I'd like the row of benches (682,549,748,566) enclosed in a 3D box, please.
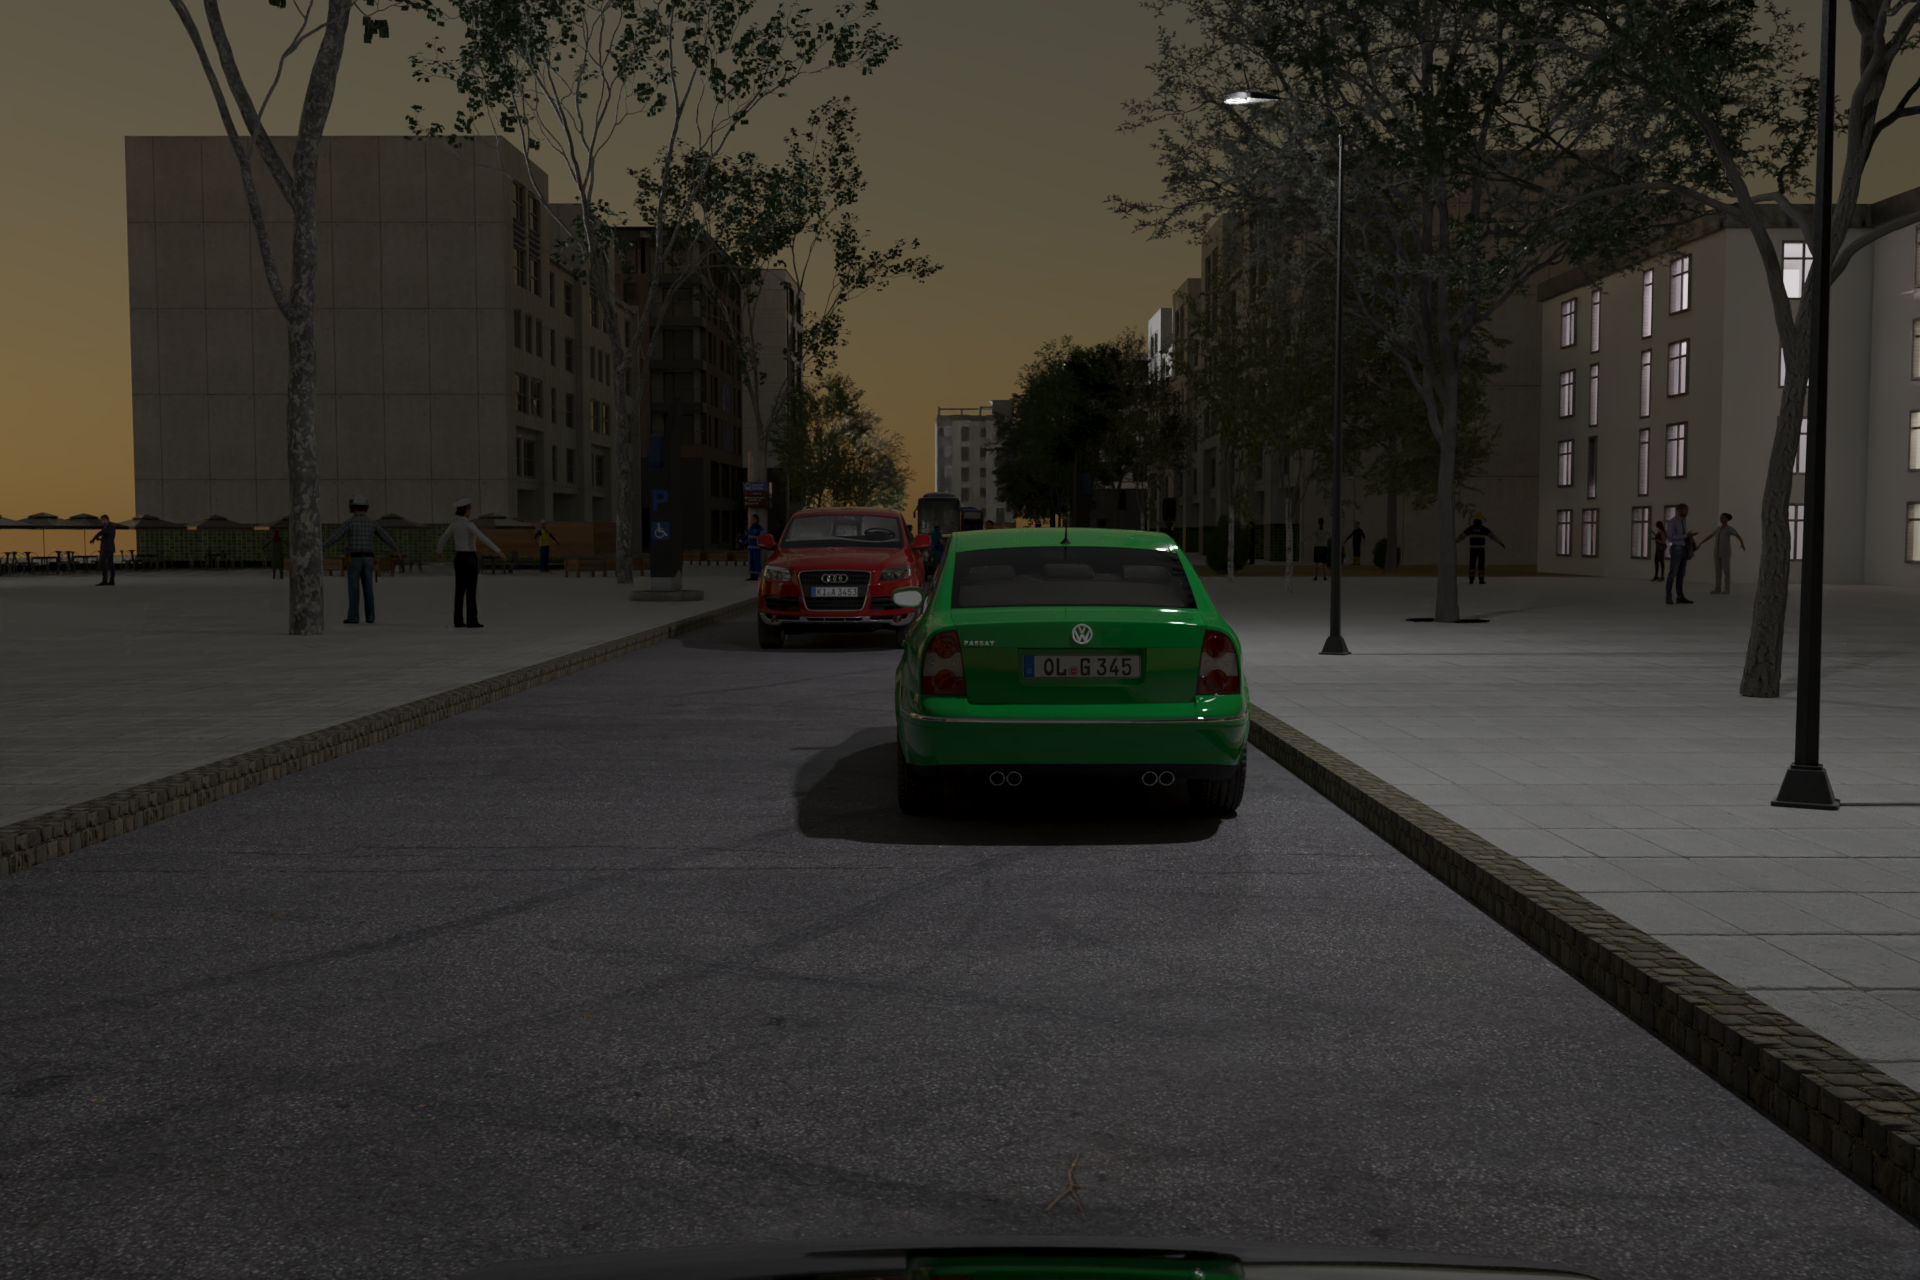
[{"bbox_3d":[-9.576,-3.346,70.162,4.104,0.672,1.422,2,4,34],"label":"row of benches"}]

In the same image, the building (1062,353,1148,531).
[{"bbox_3d":[26.283,-22.468,211.328,27.936,21.610,32.646,0,3,0],"label":"building"}]

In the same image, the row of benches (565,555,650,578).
[{"bbox_3d":[-10.145,-2.272,52.616,1.422,0.672,4.104,3,5,40],"label":"row of benches"}]

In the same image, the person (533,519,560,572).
[{"bbox_3d":[-13.897,-3.161,58.142,0.721,1.772,1.216,2,4,29],"label":"person"}]

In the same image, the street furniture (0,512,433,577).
[{"bbox_3d":[-31.170,-3.377,60.239,14.083,1.986,27.439,1,4,19],"label":"street furniture"}]

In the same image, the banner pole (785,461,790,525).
[{"bbox_3d":[-5.936,-4.269,59.810,0.401,3.779,0.863,0,4,1],"label":"banner pole"}]

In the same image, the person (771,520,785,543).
[{"bbox_3d":[-6.679,-3.578,64.729,1.346,1.802,0.704,0,4,3],"label":"person"}]

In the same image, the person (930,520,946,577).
[{"bbox_3d":[-0.600,-2.419,48.132,0.704,1.817,1.347,-2,4,-24],"label":"person"}]

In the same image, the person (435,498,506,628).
[{"bbox_3d":[-6.746,-1.061,23.804,1.216,1.778,0.721,2,4,26],"label":"person"}]

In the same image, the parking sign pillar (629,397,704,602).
[{"bbox_3d":[-5.687,-2.752,33.465,1.447,3.967,1.447,0,4,0],"label":"parking sign pillar"}]

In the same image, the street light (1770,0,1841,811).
[{"bbox_3d":[4.548,-2.170,8.021,1.470,5.913,1.316,0,4,0],"label":"street light"}]

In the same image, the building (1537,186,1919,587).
[{"bbox_3d":[23.919,-6.249,44.318,9.099,9.664,28.070,0,3,0],"label":"building"}]

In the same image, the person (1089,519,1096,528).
[{"bbox_3d":[4.590,-3.261,59.451,0.705,1.813,1.348,-1,4,-20],"label":"person"}]

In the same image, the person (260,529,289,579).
[{"bbox_3d":[-19.417,-2.452,49.298,0.989,1.438,0.599,-1,4,-10],"label":"person"}]

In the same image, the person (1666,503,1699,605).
[{"bbox_3d":[13.207,-1.568,31.549,0.709,1.838,0.599,-3,5,-41],"label":"person"}]

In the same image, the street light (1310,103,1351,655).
[{"bbox_3d":[4.542,-2.798,18.285,1.470,5.913,1.316,0,4,0],"label":"street light"}]

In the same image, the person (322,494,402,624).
[{"bbox_3d":[-8.645,-1.167,24.916,1.345,1.849,0.704,-3,5,-42],"label":"person"}]

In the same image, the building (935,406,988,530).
[{"bbox_3d":[-3.115,-23.756,247.291,11.380,20.090,16.016,0,4,-8],"label":"building"}]

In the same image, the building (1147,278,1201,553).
[{"bbox_3d":[24.046,-16.019,128.369,16.747,18.905,31.486,0,4,0],"label":"building"}]

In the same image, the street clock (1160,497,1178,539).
[{"bbox_3d":[4.126,-1.810,34.168,0.358,2.002,0.471,0,4,0],"label":"street clock"}]

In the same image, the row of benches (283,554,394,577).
[{"bbox_3d":[-18.894,-2.274,52.645,4.104,0.672,1.422,2,4,24],"label":"row of benches"}]

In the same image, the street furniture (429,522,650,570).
[{"bbox_3d":[-14.592,-3.481,63.765,11.010,1.723,9.812,0,4,0],"label":"street furniture"}]

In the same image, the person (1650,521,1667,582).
[{"bbox_3d":[18.812,-2.399,46.734,0.415,1.643,0.593,-2,4,-28],"label":"person"}]

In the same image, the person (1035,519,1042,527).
[{"bbox_3d":[3.043,-3.772,67.447,1.354,1.856,0.705,0,4,7],"label":"person"}]

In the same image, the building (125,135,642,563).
[{"bbox_3d":[-28.548,-13.854,92.973,16.747,18.905,31.486,0,4,0],"label":"building"}]

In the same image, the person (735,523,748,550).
[{"bbox_3d":[-10.383,-4.797,84.574,1.345,1.843,0.704,-2,4,-31],"label":"person"}]

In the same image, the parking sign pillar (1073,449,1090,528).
[{"bbox_3d":[3.866,-4.094,55.416,1.447,3.967,1.447,0,4,-1],"label":"parking sign pillar"}]

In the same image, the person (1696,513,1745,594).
[{"bbox_3d":[16.276,-1.853,37.063,0.721,1.739,1.217,-2,4,-29],"label":"person"}]

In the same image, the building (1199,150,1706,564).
[{"bbox_3d":[22.813,-13.579,88.475,16.747,18.905,31.486,0,3,0],"label":"building"}]

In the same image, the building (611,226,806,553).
[{"bbox_3d":[-27.358,-17.598,131.706,27.936,21.610,32.646,0,4,1],"label":"building"}]

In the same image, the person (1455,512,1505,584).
[{"bbox_3d":[13.278,-2.365,44.436,1.351,1.858,0.704,2,4,26],"label":"person"}]

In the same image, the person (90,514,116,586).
[{"bbox_3d":[-21.263,-2.229,42.941,0.568,1.767,0.683,-1,4,-11],"label":"person"}]

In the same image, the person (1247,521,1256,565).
[{"bbox_3d":[12.273,-4.104,73.033,0.705,1.837,1.347,1,4,20],"label":"person"}]

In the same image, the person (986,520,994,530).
[{"bbox_3d":[0.785,-2.319,46.553,1.347,1.806,0.705,1,4,18],"label":"person"}]

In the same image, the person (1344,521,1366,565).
[{"bbox_3d":[16.388,-4.006,71.634,0.704,1.812,1.346,-2,4,-25],"label":"person"}]

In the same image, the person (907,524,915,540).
[{"bbox_3d":[-2.046,-3.839,71.367,0.704,1.843,1.345,2,4,26],"label":"person"}]

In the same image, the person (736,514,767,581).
[{"bbox_3d":[-5.642,-2.538,47.474,1.345,1.831,0.704,3,5,44],"label":"person"}]

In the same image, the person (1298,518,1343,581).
[{"bbox_3d":[9.965,-2.511,47.883,1.217,1.735,0.721,0,4,6],"label":"person"}]
